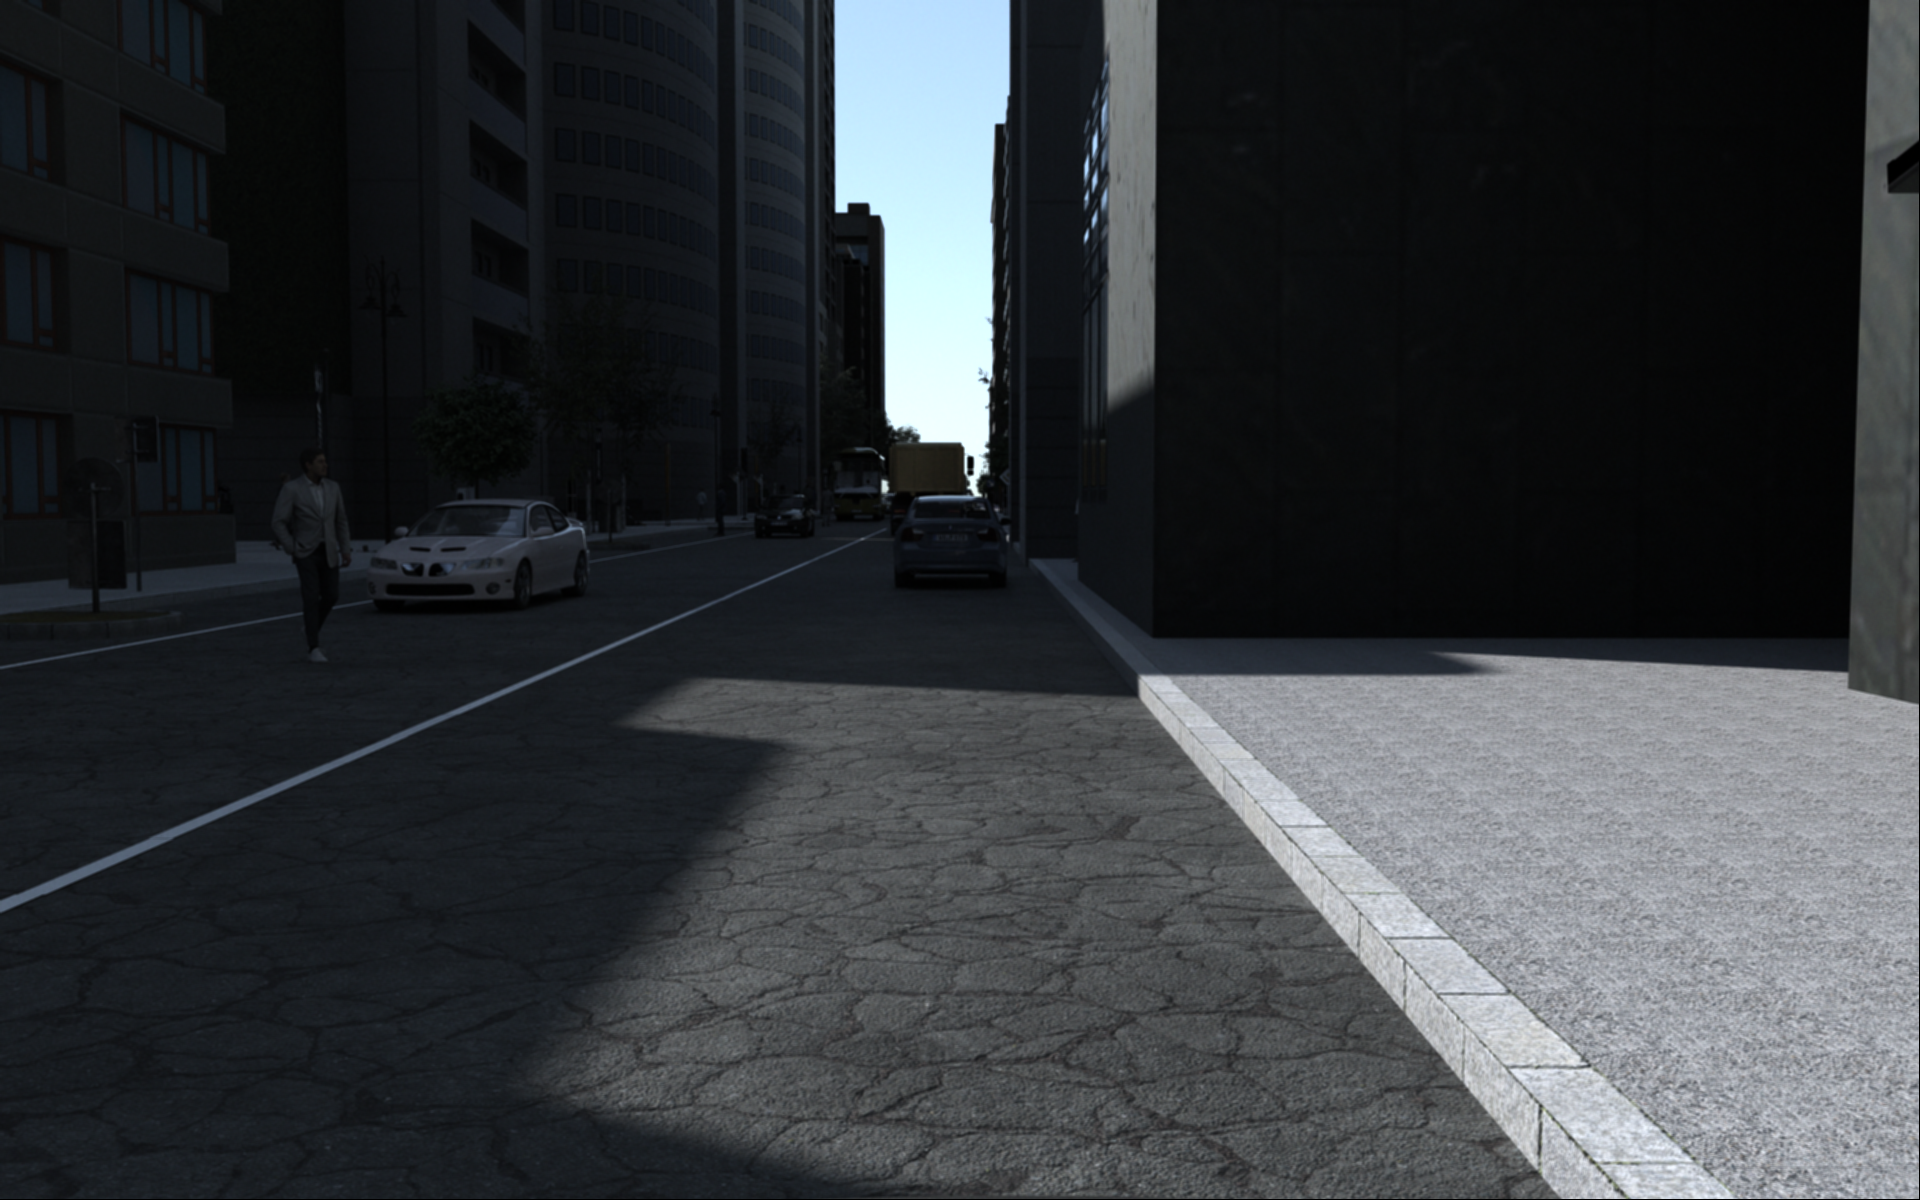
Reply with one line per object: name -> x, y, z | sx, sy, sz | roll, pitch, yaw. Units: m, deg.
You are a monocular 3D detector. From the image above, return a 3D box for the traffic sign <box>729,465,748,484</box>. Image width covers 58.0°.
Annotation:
traffic sign -> -8.970, -4.144, 69.943 | 0.795, 2.593, 0.064 | 0, 4, 0

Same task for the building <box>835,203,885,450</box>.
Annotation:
building -> -18.899, -37.893, 269.666 | 14.600, 45.320, 14.200 | 0, 4, 0

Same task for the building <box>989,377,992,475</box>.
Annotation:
building -> 18.513, -26.018, 270.439 | 27.650, 21.520, 28.899 | 0, 4, 0

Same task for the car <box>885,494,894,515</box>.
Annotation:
car -> -4.415, -5.928, 107.141 | 2.015, 1.641, 3.980 | 0, 4, -1

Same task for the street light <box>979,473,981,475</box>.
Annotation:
street light -> 3.545, -18.435, 274.194 | 0.468, 5.910, 1.993 | 0, 4, 0

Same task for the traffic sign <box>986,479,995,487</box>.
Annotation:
traffic sign -> 2.580, -8.822, 144.344 | 0.768, 2.556, 0.104 | 0, 4, 2

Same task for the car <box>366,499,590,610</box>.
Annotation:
car -> -6.244, -0.645, 22.904 | 2.083, 1.381, 4.827 | 0, 4, 2

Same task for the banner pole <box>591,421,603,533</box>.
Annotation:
banner pole -> -12.077, -4.130, 57.537 | 0.401, 3.779, 0.863 | 1, 4, 18

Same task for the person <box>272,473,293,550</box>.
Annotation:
person -> -15.531, -2.034, 39.723 | 0.534, 1.772, 0.576 | -1, 4, -18

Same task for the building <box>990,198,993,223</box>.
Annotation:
building -> 19.698, -43.326, 297.625 | 28.713, 52.752, 27.495 | 0, 4, 0

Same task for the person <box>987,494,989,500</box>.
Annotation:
person -> 3.036, -10.903, 184.404 | 0.705, 1.812, 1.348 | -1, 4, -13

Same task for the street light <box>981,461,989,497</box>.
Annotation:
street light -> 3.299, -15.652, 228.698 | 0.468, 5.910, 1.993 | 0, 4, 0

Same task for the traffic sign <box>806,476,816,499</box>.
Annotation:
traffic sign -> -10.431, -7.400, 121.094 | 0.768, 2.556, 0.104 | 1, 4, 10

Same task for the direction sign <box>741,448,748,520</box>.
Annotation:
direction sign -> -10.572, -5.683, 84.918 | 0.379, 3.537, 0.876 | -2, 4, -26

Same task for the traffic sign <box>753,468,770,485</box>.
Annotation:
traffic sign -> -8.933, -4.632, 77.928 | 0.795, 2.593, 0.064 | 0, 4, 0

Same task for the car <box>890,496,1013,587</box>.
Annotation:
car -> -0.144, -0.974, 27.934 | 2.014, 1.417, 4.499 | 0, 3, 0

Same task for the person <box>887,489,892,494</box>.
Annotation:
person -> -5.209, -7.346, 128.722 | 0.709, 1.813, 0.853 | -3, 5, -45

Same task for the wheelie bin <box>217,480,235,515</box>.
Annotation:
wheelie bin -> -16.582, -1.876, 38.580 | 0.980, 1.594, 0.693 | 3, 5, 44

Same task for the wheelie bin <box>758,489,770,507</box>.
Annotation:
wheelie bin -> -11.193, -5.523, 98.207 | 0.980, 1.594, 0.693 | -2, 4, -34

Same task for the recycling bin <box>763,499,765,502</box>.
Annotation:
recycling bin -> -10.563, -5.110, 96.103 | 0.722, 1.027, 0.722 | 0, 4, -7

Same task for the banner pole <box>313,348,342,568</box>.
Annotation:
banner pole -> -10.892, -2.423, 29.634 | 0.401, 3.779, 0.863 | 0, 4, -3

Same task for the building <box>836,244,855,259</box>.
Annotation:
building -> -27.654, -34.156, 250.323 | 32.217, 40.220, 23.993 | 0, 4, 0

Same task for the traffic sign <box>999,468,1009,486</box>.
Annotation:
traffic sign -> 2.161, -4.628, 77.856 | 0.795, 2.593, 0.064 | 0, 4, 0

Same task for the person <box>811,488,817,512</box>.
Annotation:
person -> -10.475, -7.179, 123.598 | 0.721, 1.800, 0.419 | -1, 4, -17

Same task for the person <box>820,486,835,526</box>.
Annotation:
person -> -5.908, -4.197, 77.240 | 0.709, 1.813, 0.853 | 0, 4, 7

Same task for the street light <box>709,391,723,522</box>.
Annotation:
street light -> -10.996, -6.442, 78.113 | 0.468, 5.910, 1.993 | 0, 4, 0

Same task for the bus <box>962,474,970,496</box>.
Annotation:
bus -> -0.889, -8.108, 127.430 | 2.948, 3.499, 13.247 | 0, 4, 2

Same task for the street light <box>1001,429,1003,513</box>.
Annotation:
street light -> 2.770, -8.658, 114.341 | 0.468, 5.910, 1.993 | 0, 4, 0

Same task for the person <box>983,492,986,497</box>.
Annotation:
person -> 3.501, -15.039, 252.024 | 0.705, 1.812, 1.348 | 1, 4, 18

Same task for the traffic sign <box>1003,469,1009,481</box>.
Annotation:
traffic sign -> 2.124, -4.140, 69.871 | 0.795, 2.593, 0.064 | 0, 4, 0

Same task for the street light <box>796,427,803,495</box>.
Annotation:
street light -> -10.823, -8.816, 116.926 | 0.468, 5.910, 1.993 | 0, 4, 0

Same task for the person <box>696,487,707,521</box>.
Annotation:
person -> -12.255, -4.556, 82.336 | 0.589, 1.601, 0.330 | 3, 4, 39

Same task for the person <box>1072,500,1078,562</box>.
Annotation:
person -> 2.481, -1.645, 32.825 | 0.818, 1.842, 0.514 | -1, 4, -21

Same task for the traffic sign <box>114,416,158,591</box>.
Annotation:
traffic sign -> -10.824, -1.263, 22.779 | 0.606, 2.300, 0.079 | 0, 4, 8

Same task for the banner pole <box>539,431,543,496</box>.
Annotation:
banner pole -> -16.899, -4.839, 69.139 | 0.401, 3.779, 0.863 | 3, 5, 43

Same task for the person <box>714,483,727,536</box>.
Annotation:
person -> -8.221, -3.109, 59.507 | 0.419, 1.800, 0.721 | -1, 4, -17

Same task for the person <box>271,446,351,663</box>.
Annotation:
person -> -5.599, -0.402, 14.913 | 0.795, 1.843, 0.661 | 3, 5, 44

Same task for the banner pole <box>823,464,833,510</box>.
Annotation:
banner pole -> -10.889, -9.314, 142.302 | 0.863, 3.779, 0.401 | 0, 4, -7

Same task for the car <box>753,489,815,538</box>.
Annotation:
car -> -5.826, -2.933, 57.741 | 2.009, 1.686, 4.222 | 0, 4, 0

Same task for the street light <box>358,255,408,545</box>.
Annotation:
street light -> -11.184, -3.727, 33.719 | 0.468, 5.910, 1.993 | 0, 4, 0

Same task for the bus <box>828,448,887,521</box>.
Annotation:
bus -> -5.438, -6.343, 95.253 | 2.896, 3.916, 12.252 | 0, 4, -1

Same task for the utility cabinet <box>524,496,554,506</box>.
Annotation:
utility cabinet -> -11.973, -2.334, 49.316 | 1.020, 1.237, 0.306 | 3, 4, 39
